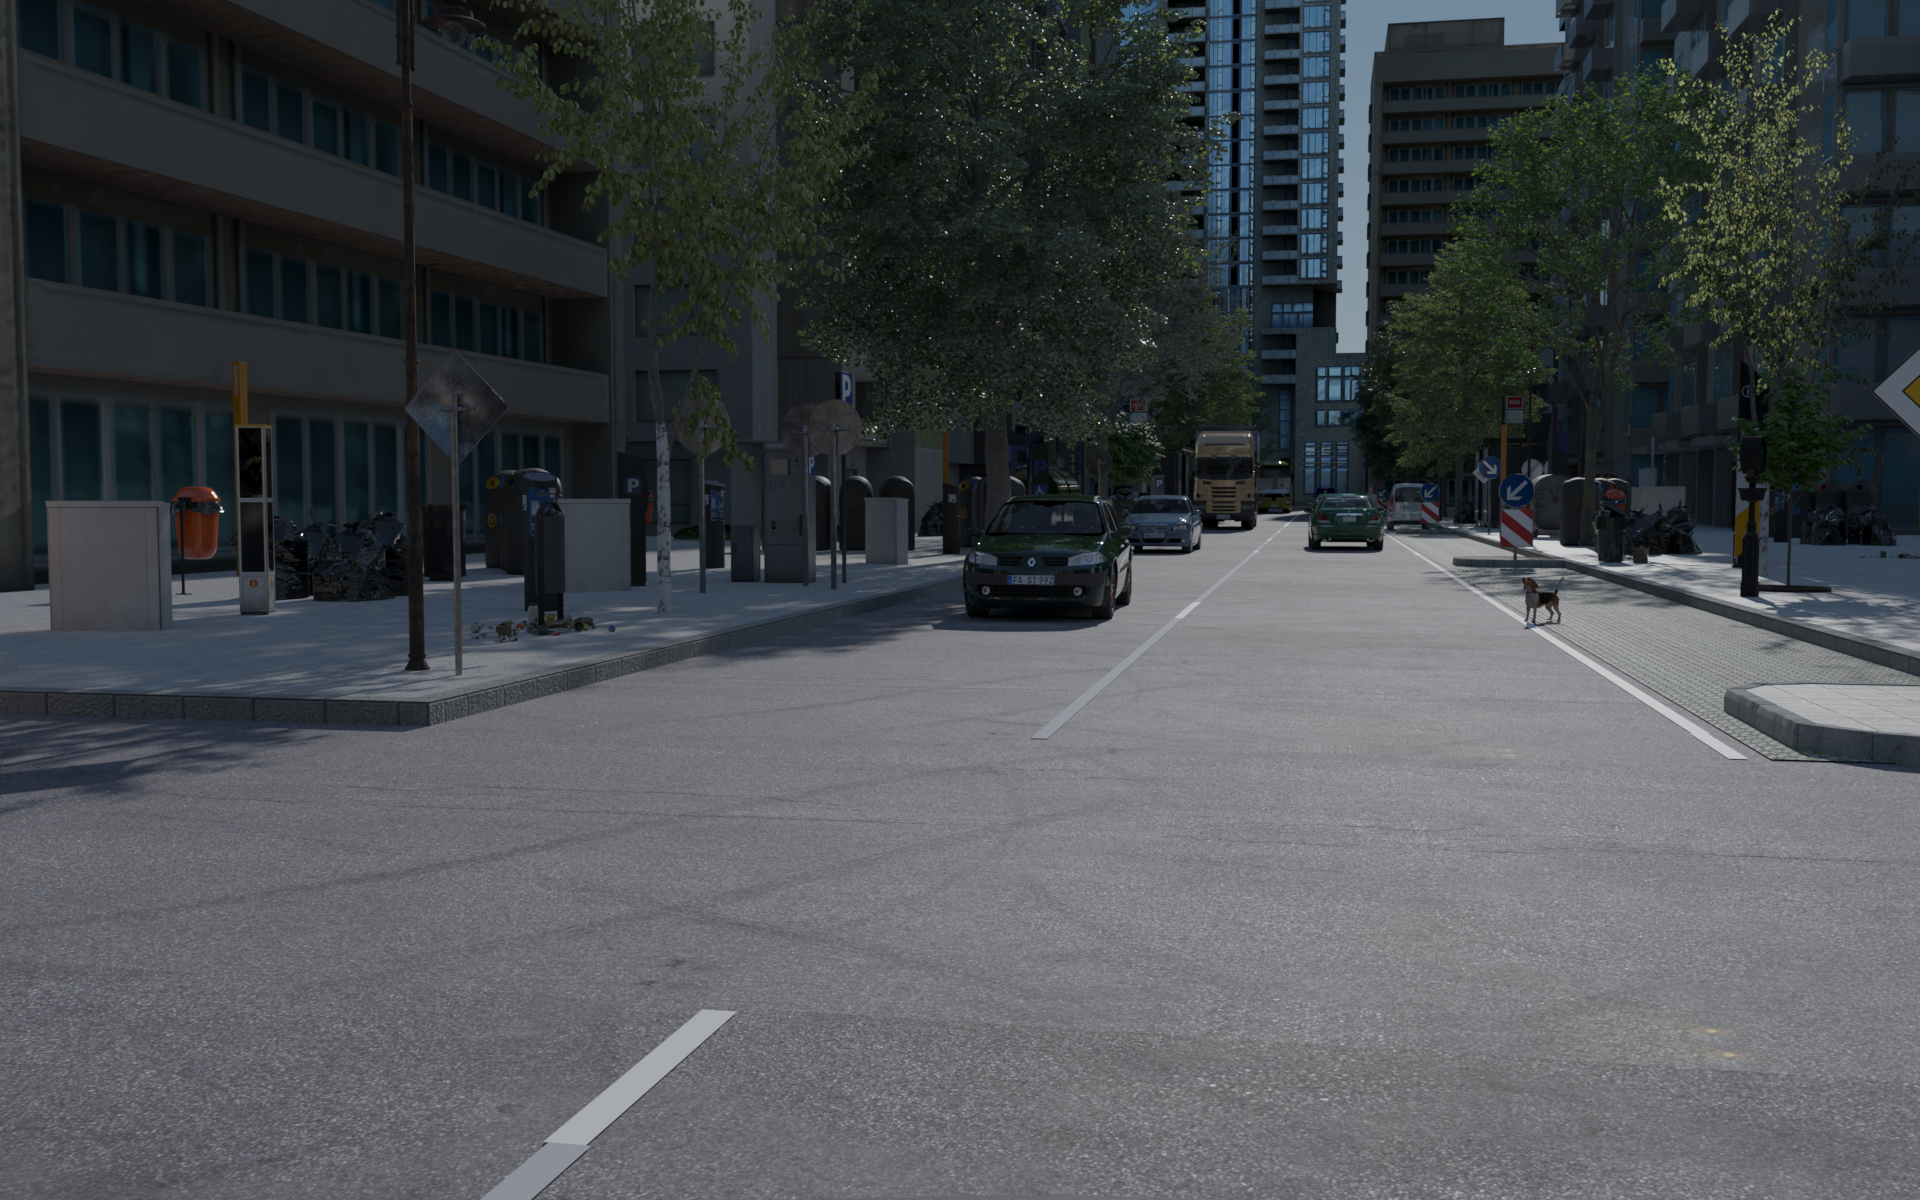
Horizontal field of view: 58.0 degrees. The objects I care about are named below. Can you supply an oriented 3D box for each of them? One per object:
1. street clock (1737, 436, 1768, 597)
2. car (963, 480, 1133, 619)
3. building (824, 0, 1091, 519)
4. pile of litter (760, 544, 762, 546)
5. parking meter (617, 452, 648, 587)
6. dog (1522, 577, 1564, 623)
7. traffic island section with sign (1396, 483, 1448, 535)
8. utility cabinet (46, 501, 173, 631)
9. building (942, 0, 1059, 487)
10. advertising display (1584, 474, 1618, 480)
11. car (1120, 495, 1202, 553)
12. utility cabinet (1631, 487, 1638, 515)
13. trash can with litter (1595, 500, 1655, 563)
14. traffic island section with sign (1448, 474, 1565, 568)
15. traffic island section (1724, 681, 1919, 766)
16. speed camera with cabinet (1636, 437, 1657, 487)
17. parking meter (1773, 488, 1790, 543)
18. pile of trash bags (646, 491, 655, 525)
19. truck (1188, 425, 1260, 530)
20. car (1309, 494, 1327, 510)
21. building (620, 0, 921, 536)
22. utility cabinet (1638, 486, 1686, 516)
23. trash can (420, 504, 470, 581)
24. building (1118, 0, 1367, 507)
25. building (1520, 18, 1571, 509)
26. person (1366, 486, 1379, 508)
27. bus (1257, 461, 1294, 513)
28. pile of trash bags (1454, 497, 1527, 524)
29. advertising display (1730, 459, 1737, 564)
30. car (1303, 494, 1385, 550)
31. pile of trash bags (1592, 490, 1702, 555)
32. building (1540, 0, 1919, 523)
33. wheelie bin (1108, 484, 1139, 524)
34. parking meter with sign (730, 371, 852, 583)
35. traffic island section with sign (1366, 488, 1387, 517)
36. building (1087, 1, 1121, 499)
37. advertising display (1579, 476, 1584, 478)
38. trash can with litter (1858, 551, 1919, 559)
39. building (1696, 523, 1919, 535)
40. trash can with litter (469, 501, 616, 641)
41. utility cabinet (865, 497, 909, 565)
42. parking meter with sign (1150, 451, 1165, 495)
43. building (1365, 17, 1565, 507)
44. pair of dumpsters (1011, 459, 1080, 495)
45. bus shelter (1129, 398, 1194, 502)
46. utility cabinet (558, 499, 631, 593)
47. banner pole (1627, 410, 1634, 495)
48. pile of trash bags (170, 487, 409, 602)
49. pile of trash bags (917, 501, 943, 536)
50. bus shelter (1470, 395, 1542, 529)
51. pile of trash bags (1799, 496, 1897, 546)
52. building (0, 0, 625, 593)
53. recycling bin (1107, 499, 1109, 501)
[{"bbox_3d":[9.872,-1.041,21.596,0.358,2.002,0.471,2,4,35],"label":"street clock"},{"bbox_3d":[1.142,-0.699,21.213,2.009,1.686,4.222,1,4,10],"label":"car"},{"bbox_3d":[0.382,-26.059,109.652,14.154,41.232,14.086,1,4,12],"label":"building"},{"bbox_3d":[-4.203,-1.782,43.099,1.719,0.858,1.176,-1,4,-22],"label":"pile of litter"},{"bbox_3d":[-4.552,-1.125,24.098,0.399,1.863,0.255,-1,4,-21],"label":"parking meter"},{"bbox_3d":[6.522,-0.006,19.384,0.406,0.507,0.540,2,4,24],"label":"dog"},{"bbox_3d":[16.613,-3.254,61.823,1.989,1.847,2.006,1,4,12],"label":"traffic island section with sign"},{"bbox_3d":[-8.012,-0.317,16.341,1.020,1.237,0.306,0,4,-4],"label":"utility cabinet"},{"bbox_3d":[-2.547,-19.828,95.881,14.160,30.474,14.107,1,4,12],"label":"building"},{"bbox_3d":[20.880,-3.129,56.369,0.974,1.923,0.123,3,5,42],"label":"advertising display"},{"bbox_3d":[5.091,-1.929,43.535,2.014,1.417,4.499,1,4,12],"label":"car"},{"bbox_3d":[22.043,-2.846,55.213,1.173,1.500,0.318,3,4,36],"label":"utility cabinet"},{"bbox_3d":[12.459,-1.289,32.454,1.055,1.170,0.624,1,4,21],"label":"trash can with litter"},{"bbox_3d":[10.870,-1.579,34.444,1.989,1.847,2.006,1,4,12],"label":"traffic island section with sign"},{"bbox_3d":[5.814,0.732,10.319,2.009,0.180,2.903,1,4,12],"label":"traffic island section"},{"bbox_3d":[24.069,-4.065,60.795,0.660,3.252,2.038,1,4,20],"label":"speed camera with cabinet"},{"bbox_3d":[21.803,-2.296,45.946,0.372,1.533,0.369,0,3,0],"label":"parking meter"},{"bbox_3d":[-9.678,-2.179,45.372,3.447,1.369,1.912,-2,4,-27],"label":"pile of trash bags"},{"bbox_3d":[11.306,-5.147,73.068,2.839,4.237,11.283,1,4,11],"label":"truck"},{"bbox_3d":[19.114,-4.755,89.540,2.131,1.459,4.920,1,4,11],"label":"car"},{"bbox_3d":[-8.748,-22.857,57.312,14.154,41.232,14.086,1,4,12],"label":"building"},{"bbox_3d":[20.405,-2.544,50.278,1.173,1.500,0.318,2,4,27],"label":"utility cabinet"},{"bbox_3d":[-7.633,-0.855,25.638,0.748,1.137,0.748,0,3,0],"label":"trash can"},{"bbox_3d":[27.619,-53.330,184.610,31.000,86.520,22.319,1,4,12],"label":"building"},{"bbox_3d":[53.731,-49.930,129.020,22.319,86.520,31.000,1,4,12],"label":"building"},{"bbox_3d":[14.512,-3.187,61.354,0.466,1.731,0.760,-3,5,-43],"label":"person"},{"bbox_3d":[24.160,-8.635,132.730,2.896,3.916,12.252,1,4,11],"label":"bus"},{"bbox_3d":[23.155,-3.996,75.082,3.447,1.369,1.912,1,4,21],"label":"pile of trash bags"},{"bbox_3d":[14.640,-1.648,32.159,0.974,1.923,0.123,-2,4,-35],"label":"advertising display"},{"bbox_3d":[10.189,-2.083,45.858,2.131,1.459,4.920,1,4,10],"label":"car"},{"bbox_3d":[14.860,-1.734,38.110,1.912,1.369,3.447,0,4,1],"label":"pile of trash bags"},{"bbox_3d":[47.005,-29.396,100.233,23.786,49.044,30.456,1,4,12],"label":"building"},{"bbox_3d":[5.343,-2.966,56.406,0.980,1.594,0.693,0,4,-6],"label":"wheelie bin"},{"bbox_3d":[-2.470,-1.762,25.075,1.738,3.016,0.543,1,4,14],"label":"parking meter with sign"},{"bbox_3d":[26.842,-6.243,110.706,1.989,1.847,2.006,1,4,12],"label":"traffic island section with sign"},{"bbox_3d":[3.662,-28.948,123.415,14.600,45.320,14.200,1,4,12],"label":"building"},{"bbox_3d":[22.218,-3.400,60.804,0.974,1.923,0.123,1,4,22],"label":"advertising display"},{"bbox_3d":[19.195,-1.440,34.607,2.233,1.210,1.678,1,4,22],"label":"trash can with litter"},{"bbox_3d":[39.215,-27.169,63.824,23.786,49.044,30.456,1,4,12],"label":"building"},{"bbox_3d":[-4.052,-0.308,16.099,1.678,1.210,2.233,0,4,7],"label":"trash can with litter"},{"bbox_3d":[-1.351,-1.272,31.958,0.306,1.237,1.020,-3,4,-37],"label":"utility cabinet"},{"bbox_3d":[7.892,-4.476,69.450,0.543,3.016,1.738,0,4,-8],"label":"parking meter with sign"},{"bbox_3d":[53.483,-34.084,180.973,21.600,48.544,21.300,1,4,12],"label":"building"},{"bbox_3d":[2.229,-2.732,47.154,1.574,2.255,4.437,1,4,12],"label":"pair of dumpsters"},{"bbox_3d":[8.720,-5.963,75.131,2.179,5.291,8.768,1,4,12],"label":"bus shelter"},{"bbox_3d":[-4.867,-0.713,22.813,1.020,1.237,0.306,-2,4,-35],"label":"utility cabinet"},{"bbox_3d":[19.917,-3.765,51.567,0.401,3.779,0.863,2,4,28],"label":"banner pole"},{"bbox_3d":[-8.491,-0.738,21.814,3.447,1.369,1.912,1,4,18],"label":"pile of trash bags"},{"bbox_3d":[0.134,-2.700,53.900,1.912,1.369,3.447,2,4,25],"label":"pile of trash bags"},{"bbox_3d":[21.327,-5.542,68.246,2.179,5.291,8.768,1,4,12],"label":"bus shelter"},{"bbox_3d":[23.026,-2.063,43.490,3.447,1.369,1.912,2,4,24],"label":"pile of trash bags"},{"bbox_3d":[-20.816,-25.049,33.253,21.300,48.544,21.600,1,4,12],"label":"building"},{"bbox_3d":[7.528,-4.451,85.321,0.722,1.027,0.722,-3,5,-43],"label":"recycling bin"}]
